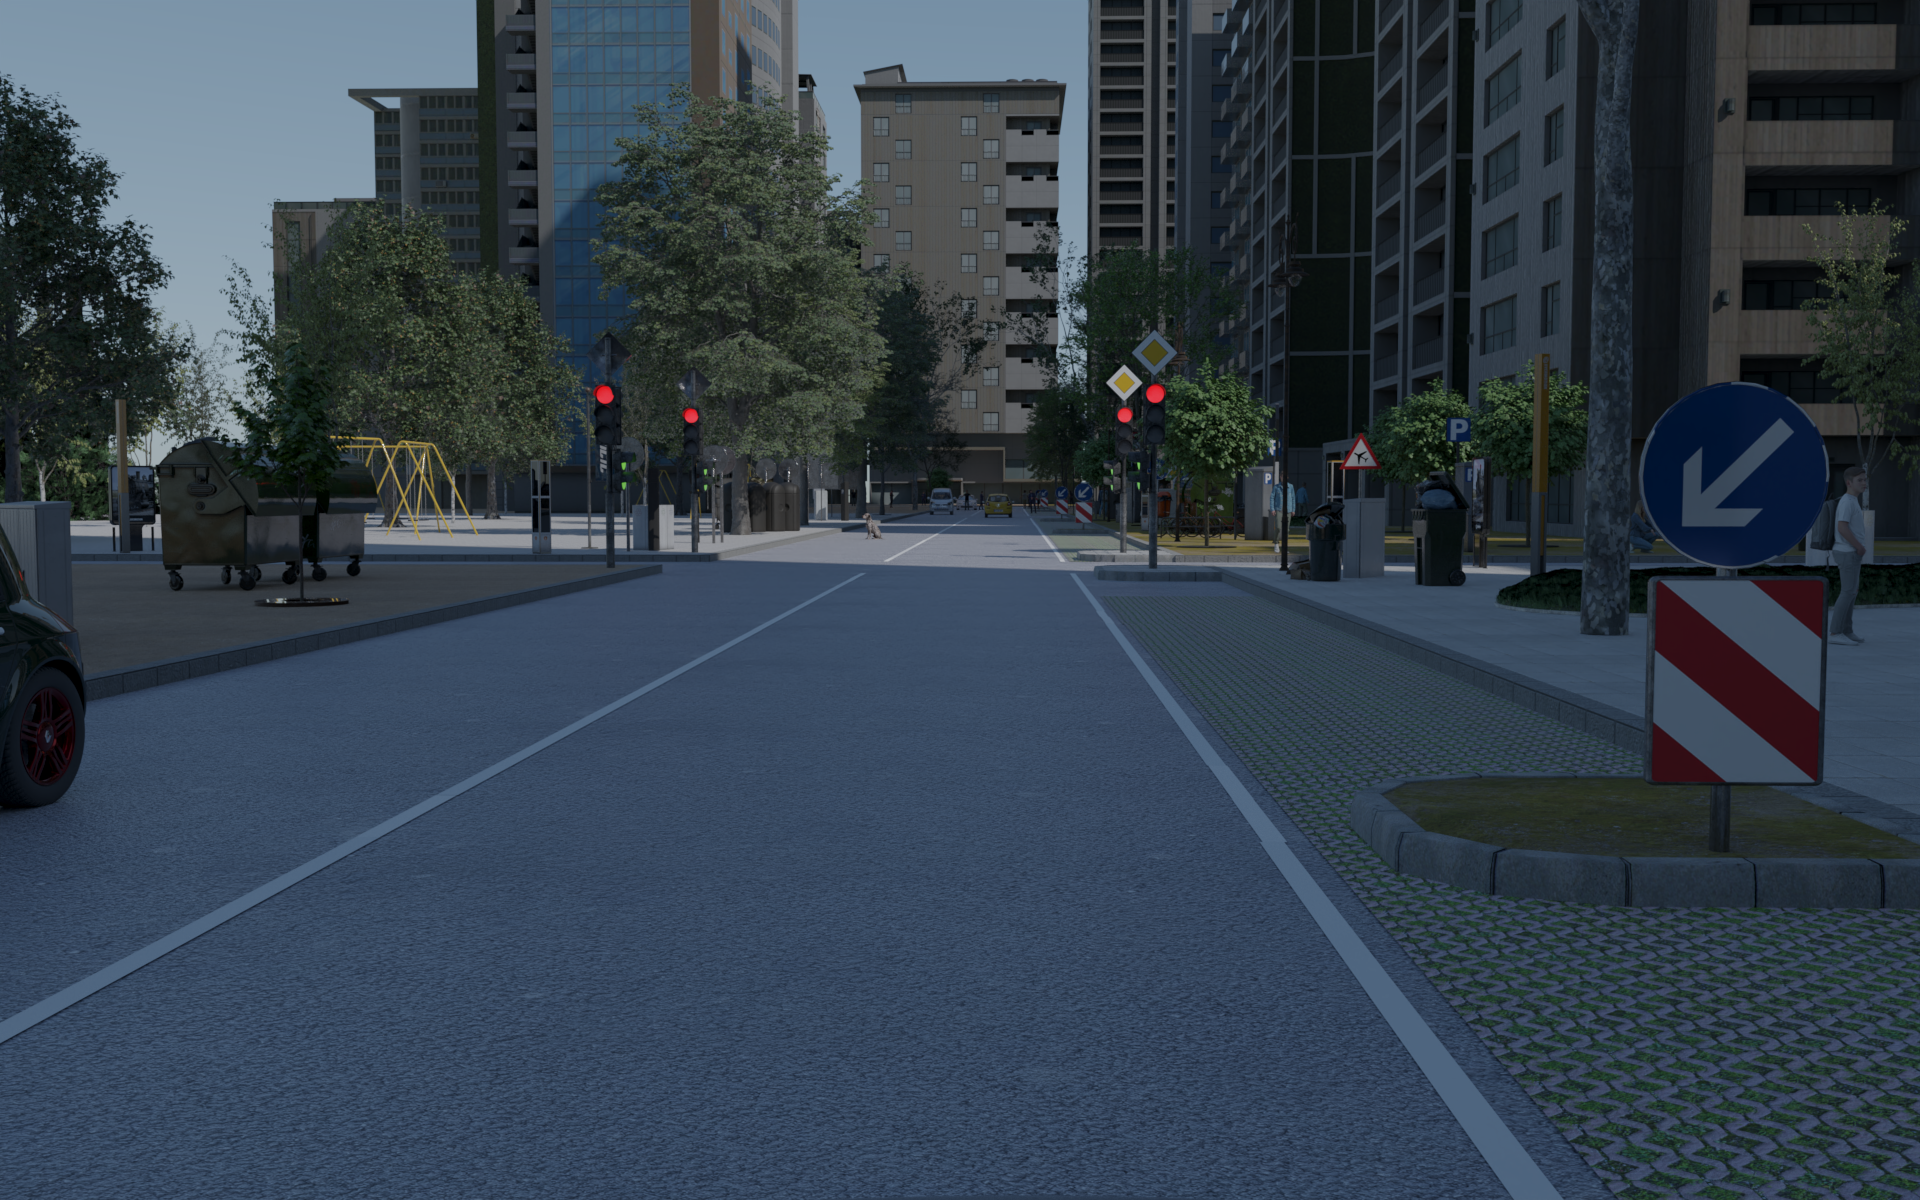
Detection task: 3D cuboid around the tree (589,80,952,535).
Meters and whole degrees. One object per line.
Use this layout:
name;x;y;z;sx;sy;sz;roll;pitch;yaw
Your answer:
tree;-6.764;-9.005;53.888;9.857;13.997;8.962;0;3;0

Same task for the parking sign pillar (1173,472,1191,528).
parking sign pillar;8.459;-4.545;62.783;1.447;3.967;1.447;3;4;37

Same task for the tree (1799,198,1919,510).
tree;22.779;-5.674;43.125;4.737;8.622;4.395;0;3;0

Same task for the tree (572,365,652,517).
tree;-18.921;-8.880;95.554;4.737;8.622;4.395;0;3;0

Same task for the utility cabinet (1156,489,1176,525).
utility cabinet;8.466;-3.855;71.715;1.173;1.500;0.318;1;4;20

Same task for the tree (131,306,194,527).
tree;-31.813;-7.144;67.161;4.737;8.622;4.395;0;3;0

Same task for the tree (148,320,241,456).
tree;-32.044;-7.473;72.539;4.360;8.622;3.978;0;3;0

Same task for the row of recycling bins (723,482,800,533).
row of recycling bins;-6.731;-3.168;58.903;1.069;1.692;3.534;3;4;37

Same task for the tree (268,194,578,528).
tree;-21.775;-9.130;66.276;9.611;12.733;9.660;0;3;0

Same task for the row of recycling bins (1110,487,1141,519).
row of recycling bins;8.871;-5.050;89.684;1.069;1.692;3.534;3;5;42

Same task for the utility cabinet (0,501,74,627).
utility cabinet;-7.926;-0.222;14.793;1.020;1.237;0.306;3;5;43

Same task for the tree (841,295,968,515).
tree;-4.593;-11.895;104.859;12.009;13.543;11.850;0;3;0

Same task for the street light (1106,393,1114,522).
street light;6.825;-6.519;79.381;0.468;5.910;1.993;0;4;2

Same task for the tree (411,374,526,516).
tree;-28.653;-11.262;102.256;7.486;12.596;7.792;0;3;0

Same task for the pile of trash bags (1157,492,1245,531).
pile of trash bags;8.472;-3.096;60.364;3.447;1.369;1.912;0;4;-6

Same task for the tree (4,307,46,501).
tree;-31.421;-6.663;59.307;4.737;8.622;4.395;0;3;0

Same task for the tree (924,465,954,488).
tree;-2.351;-12.457;187.390;4.285;4.588;4.351;0;3;0

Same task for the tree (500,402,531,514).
tree;-28.714;-9.775;110.185;4.737;8.622;4.395;0;3;0

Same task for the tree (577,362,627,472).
tree;-23.476;-10.378;86.692;9.611;12.733;9.660;0;3;0

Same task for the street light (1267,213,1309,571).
street light;5.425;-3.426;28.796;0.468;5.910;1.993;0;4;2

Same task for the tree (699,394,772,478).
tree;-10.579;-8.135;83.365;4.360;8.622;3.978;0;3;0

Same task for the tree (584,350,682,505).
tree;-14.477;-7.809;78.042;4.360;8.622;3.978;0;3;0

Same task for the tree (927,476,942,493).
tree;-2.661;-11.338;179.985;1.663;3.219;1.824;0;3;0

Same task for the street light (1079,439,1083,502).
street light;7.804;-8.518;112.053;0.468;5.910;1.993;0;4;2

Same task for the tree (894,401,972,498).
tree;-2.843;-14.118;165.244;8.767;10.594;7.601;-2;4;-25

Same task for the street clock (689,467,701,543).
street clock;-6.965;-2.508;45.570;0.358;2.002;0.471;0;4;4

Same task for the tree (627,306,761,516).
tree;-16.727;-11.416;103.667;9.611;12.733;9.660;0;3;0

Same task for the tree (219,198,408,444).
tree;-15.693;-5.621;42.258;4.737;8.622;4.395;0;3;0

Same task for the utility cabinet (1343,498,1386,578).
utility cabinet;6.250;-0.956;26.798;0.306;1.237;1.020;2;4;35

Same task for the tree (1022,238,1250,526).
tree;7.537;-8.775;69.220;9.928;11.665;9.643;0;3;0

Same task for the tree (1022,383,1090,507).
tree;10.359;-15.693;174.708;7.486;12.596;7.792;0;3;0

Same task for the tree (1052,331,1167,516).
tree;8.548;-9.937;96.875;7.601;10.594;8.767;1;4;10

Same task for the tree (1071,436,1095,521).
tree;7.061;-6.112;83.648;4.285;4.588;4.351;0;3;0

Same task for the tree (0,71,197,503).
tree;-25.847;-7.963;47.196;9.611;12.733;9.660;0;3;0

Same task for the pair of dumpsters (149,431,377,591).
pair of dumpsters;-9.912;-1.370;24.894;1.574;2.255;4.437;0;4;2

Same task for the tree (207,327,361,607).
tree;-7.604;-1.564;20.173;1.663;3.219;1.824;0;3;0

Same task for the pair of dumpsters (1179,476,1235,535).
pair of dumpsters;8.025;-3.295;56.372;1.574;2.255;4.437;0;4;2

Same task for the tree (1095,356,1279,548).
tree;5.907;-3.539;41.572;4.285;4.588;4.351;0;3;0

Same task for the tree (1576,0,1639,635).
tree;4.648;-9.796;16.054;12.611;20.169;13.585;0;3;0

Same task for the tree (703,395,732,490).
tree;-13.059;-8.806;94.335;4.737;8.622;4.395;0;3;0

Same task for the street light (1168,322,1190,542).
street light;5.872;-4.514;46.598;0.468;5.910;1.993;0;4;2

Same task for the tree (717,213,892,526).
tree;-6.744;-9.321;70.528;7.486;12.596;7.792;0;3;0

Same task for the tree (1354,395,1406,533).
tree;13.154;-3.940;48.129;4.285;4.588;4.351;0;3;0

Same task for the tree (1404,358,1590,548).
tree;13.872;-3.571;42.094;4.285;4.588;4.351;0;3;0
